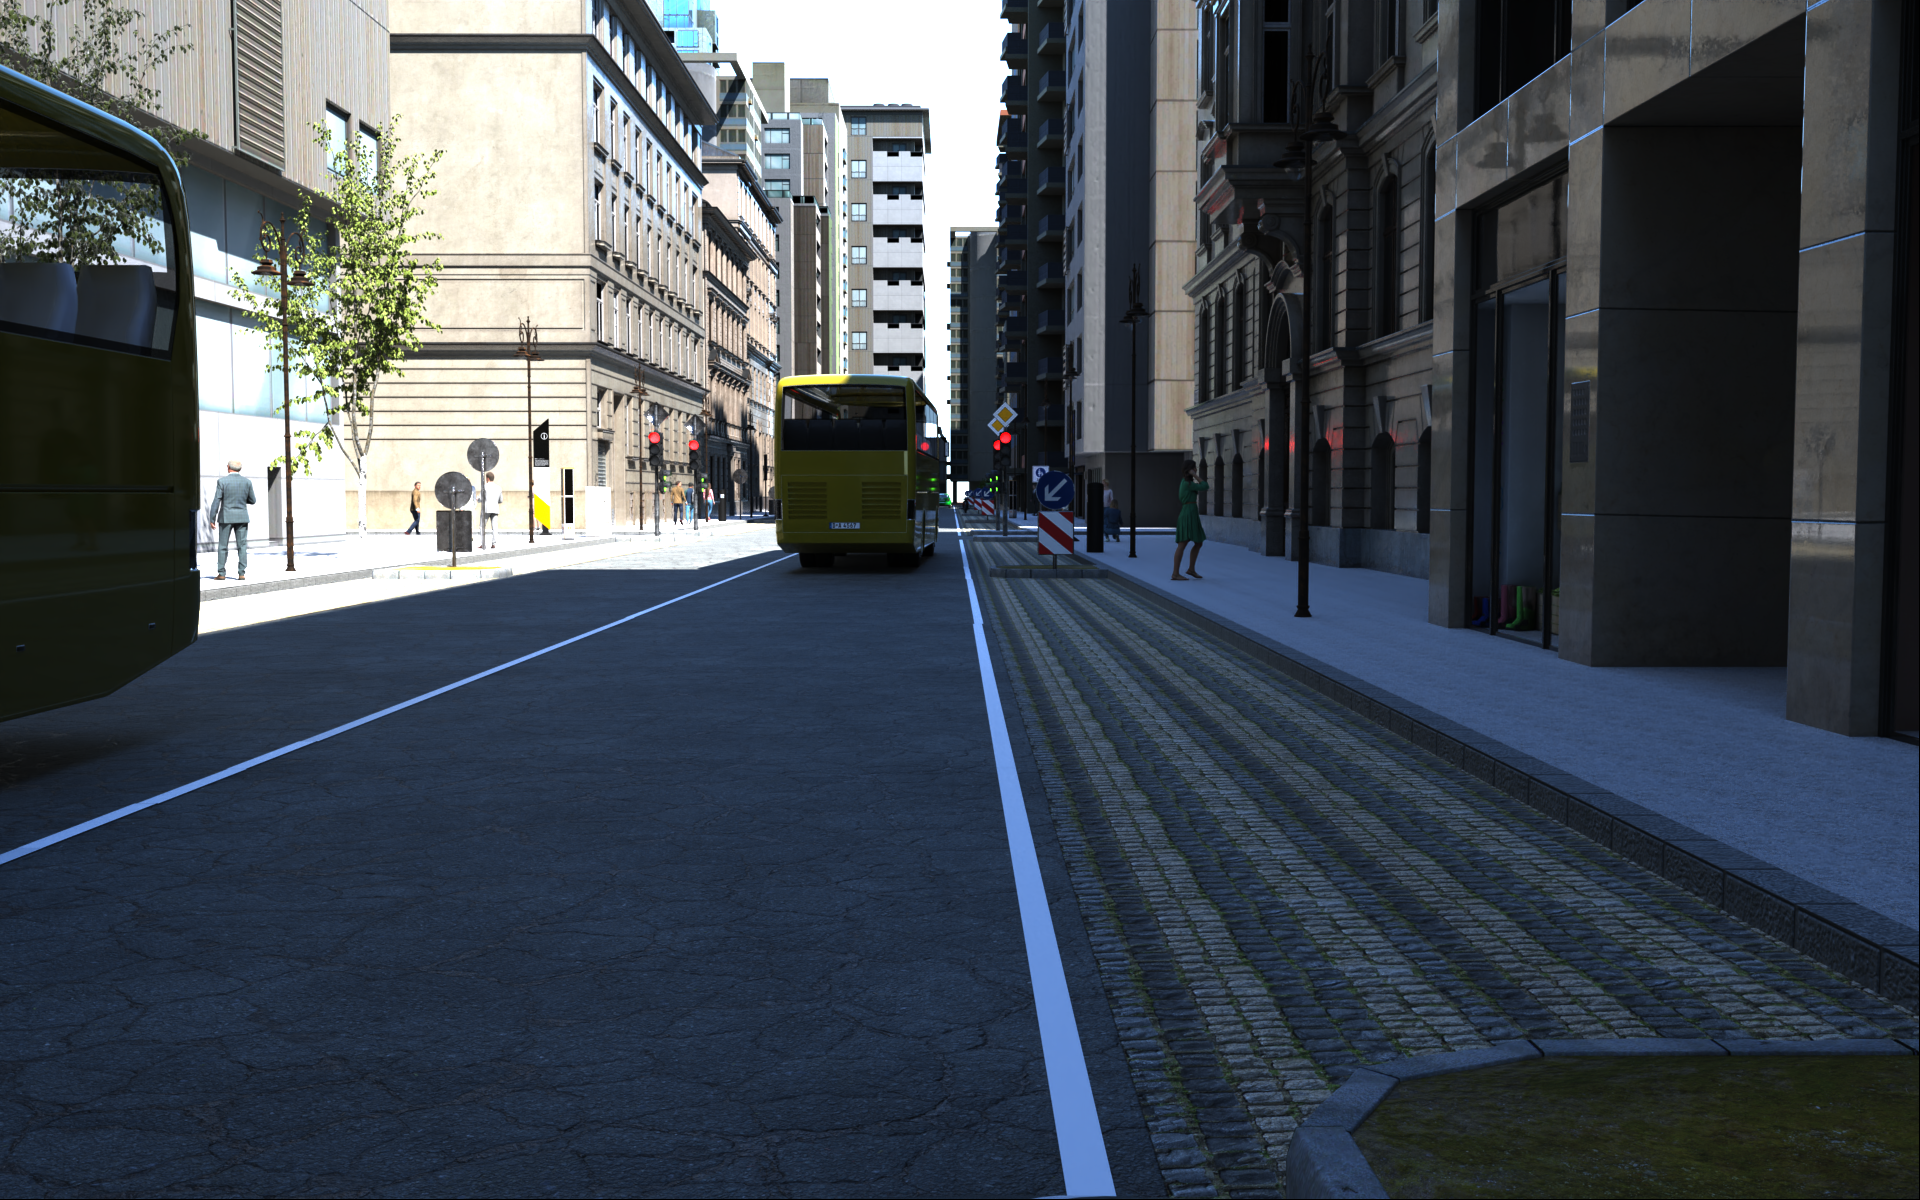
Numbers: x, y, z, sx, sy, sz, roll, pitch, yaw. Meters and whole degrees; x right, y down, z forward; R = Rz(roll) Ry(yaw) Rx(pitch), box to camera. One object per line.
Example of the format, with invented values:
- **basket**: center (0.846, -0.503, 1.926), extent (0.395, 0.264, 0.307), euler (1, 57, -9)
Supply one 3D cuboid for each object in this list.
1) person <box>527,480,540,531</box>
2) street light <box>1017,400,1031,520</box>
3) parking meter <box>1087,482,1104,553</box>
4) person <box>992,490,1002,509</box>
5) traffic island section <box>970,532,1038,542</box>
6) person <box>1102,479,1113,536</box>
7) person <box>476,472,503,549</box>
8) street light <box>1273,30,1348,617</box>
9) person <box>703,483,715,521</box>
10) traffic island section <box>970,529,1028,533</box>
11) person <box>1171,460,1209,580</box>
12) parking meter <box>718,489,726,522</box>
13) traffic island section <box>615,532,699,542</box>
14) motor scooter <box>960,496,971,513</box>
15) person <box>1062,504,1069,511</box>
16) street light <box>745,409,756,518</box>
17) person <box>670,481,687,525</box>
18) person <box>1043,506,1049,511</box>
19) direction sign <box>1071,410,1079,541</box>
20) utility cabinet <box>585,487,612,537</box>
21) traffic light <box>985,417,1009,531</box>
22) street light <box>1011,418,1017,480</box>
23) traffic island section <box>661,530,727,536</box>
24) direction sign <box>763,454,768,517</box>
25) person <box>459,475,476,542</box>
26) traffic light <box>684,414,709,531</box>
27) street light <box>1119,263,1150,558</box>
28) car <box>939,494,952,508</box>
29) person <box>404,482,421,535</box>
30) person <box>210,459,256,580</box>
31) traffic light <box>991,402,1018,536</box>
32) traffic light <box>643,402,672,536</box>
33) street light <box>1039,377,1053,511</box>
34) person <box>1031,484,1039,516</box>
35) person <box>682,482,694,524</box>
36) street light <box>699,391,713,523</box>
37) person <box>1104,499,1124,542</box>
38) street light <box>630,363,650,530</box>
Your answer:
- **person**: center (-14.869, -3.304, 60.406), extent (0.374, 1.781, 0.599), euler (2, 4, 29)
- **street light**: center (3.228, -6.887, 85.390), extent (0.468, 5.910, 1.993), euler (0, 4, 0)
- **parking meter**: center (2.976, -1.816, 38.102), extent (0.372, 1.533, 0.369), euler (0, 3, 0)
- **person**: center (3.208, -8.703, 149.067), extent (0.721, 1.736, 1.217), euler (-3, 5, -41)
- **traffic island section**: center (1.396, -1.868, 52.828), extent (2.009, 0.180, 2.903), euler (0, 4, 0)
- **person**: center (4.403, -2.825, 52.912), extent (0.731, 1.740, 0.598), euler (2, 4, 27)
- **person**: center (-11.084, -2.106, 40.670), extent (0.583, 1.804, 0.606), euler (3, 4, 38)
- **street light**: center (3.587, -2.761, 17.932), extent (0.468, 5.910, 1.993), euler (0, 4, 0)
- **person**: center (-12.084, -4.732, 83.421), extent (0.555, 1.821, 0.388), euler (0, 4, -2)
- **traffic island section**: center (1.357, -2.357, 60.813), extent (2.009, 0.180, 2.903), euler (0, 4, 0)
- **person**: center (3.396, -1.196, 25.840), extent (0.529, 1.795, 0.600), euler (-1, 4, -11)
- **parking meter**: center (-11.119, -4.439, 80.983), extent (0.372, 1.533, 0.369), euler (0, 3, 0)
- **traffic island section**: center (-9.245, -1.865, 52.780), extent (2.009, 0.180, 2.903), euler (0, 4, 0)
- **motor scooter**: center (0.422, -7.259, 131.462), extent (0.815, 1.314, 1.986), euler (0, 4, 1)
- **person**: center (4.199, -3.540, 68.606), extent (0.352, 1.250, 0.332), euler (-3, 5, -44)
- **street light**: center (-11.402, -7.442, 94.460), extent (0.468, 5.910, 1.993), euler (0, 4, 0)
- **person**: center (-11.652, -4.029, 71.825), extent (0.656, 1.842, 0.836), euler (-2, 4, -25)
- **person**: center (4.909, -5.368, 98.478), extent (0.362, 1.253, 0.373), euler (0, 4, -6)
- **direction sign**: center (3.059, -3.363, 46.989), extent (0.379, 3.537, 0.876), euler (0, 4, -2)
- **utility cabinet**: center (-10.853, -2.652, 52.042), extent (0.318, 1.500, 1.173), euler (1, 4, 13)
- **traffic light**: center (1.317, -4.390, 60.698), extent (0.839, 4.253, 0.868), euler (0, 4, 0)
- **street light**: center (3.245, -7.917, 102.231), extent (0.468, 5.910, 1.993), euler (0, 4, 0)
- **traffic island section**: center (-9.285, -2.354, 60.765), extent (2.009, 0.180, 2.903), euler (0, 4, 0)
- **direction sign**: center (-11.116, -6.549, 99.070), extent (0.379, 3.537, 0.876), euler (-1, 4, -16)
- **person**: center (-13.238, -2.468, 46.622), extent (0.478, 1.798, 0.641), euler (-1, 4, -22)
- **traffic light**: center (-9.244, -4.386, 60.630), extent (0.839, 4.253, 0.868), euler (0, 4, 0)
- **street light**: center (3.496, -3.798, 34.881), extent (0.468, 5.910, 1.993), euler (0, 4, 0)
- **car**: center (-1.782, -10.349, 178.010), extent (1.959, 1.807, 4.718), euler (0, 4, 1)
- **person**: center (-17.715, -2.931, 56.336), extent (0.656, 1.842, 0.836), euler (2, 4, 32)
- **person**: center (-10.865, -1.200, 25.837), extent (0.661, 1.801, 0.590), euler (-3, 5, -41)
- **traffic light**: center (1.356, -3.902, 52.713), extent (0.839, 4.253, 0.868), euler (0, 4, 0)
- **traffic light**: center (-9.205, -3.898, 52.645), extent (0.839, 4.253, 0.868), euler (0, 4, 0)
- **street light**: center (3.398, -5.859, 68.589), extent (0.468, 5.910, 1.993), euler (0, 4, 0)
- **person**: center (4.390, -5.836, 101.241), extent (0.755, 1.850, 0.659), euler (-3, 5, -43)
- **person**: center (-11.407, -4.085, 73.185), extent (0.623, 1.781, 0.721), euler (-2, 4, -33)
- **street light**: center (-11.401, -6.428, 77.882), extent (0.468, 5.910, 1.993), euler (0, 4, 0)
- **person**: center (3.991, -2.144, 46.602), extent (1.012, 1.151, 0.738), euler (0, 4, -7)
- **street light**: center (-11.309, -5.414, 61.305), extent (0.468, 5.910, 1.993), euler (0, 4, 0)
